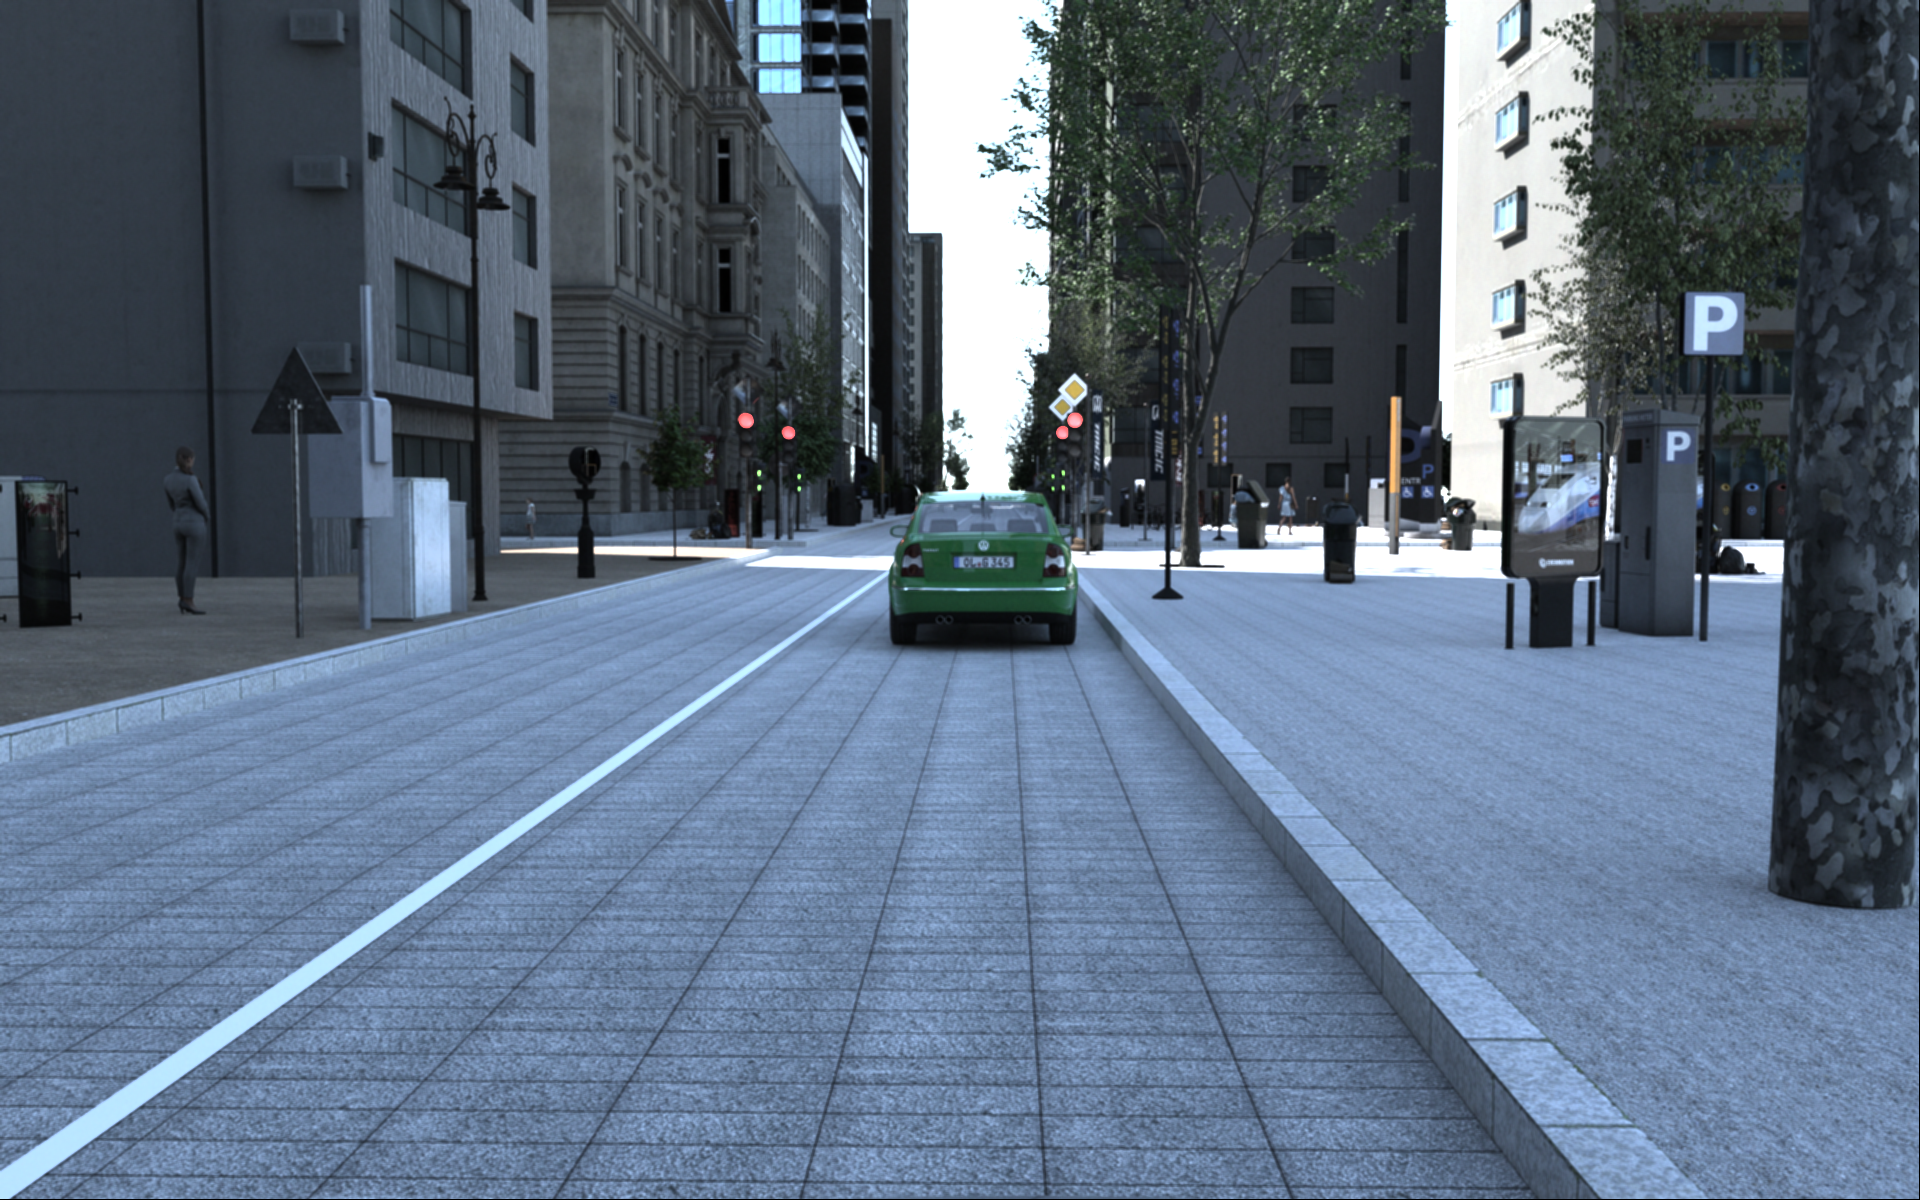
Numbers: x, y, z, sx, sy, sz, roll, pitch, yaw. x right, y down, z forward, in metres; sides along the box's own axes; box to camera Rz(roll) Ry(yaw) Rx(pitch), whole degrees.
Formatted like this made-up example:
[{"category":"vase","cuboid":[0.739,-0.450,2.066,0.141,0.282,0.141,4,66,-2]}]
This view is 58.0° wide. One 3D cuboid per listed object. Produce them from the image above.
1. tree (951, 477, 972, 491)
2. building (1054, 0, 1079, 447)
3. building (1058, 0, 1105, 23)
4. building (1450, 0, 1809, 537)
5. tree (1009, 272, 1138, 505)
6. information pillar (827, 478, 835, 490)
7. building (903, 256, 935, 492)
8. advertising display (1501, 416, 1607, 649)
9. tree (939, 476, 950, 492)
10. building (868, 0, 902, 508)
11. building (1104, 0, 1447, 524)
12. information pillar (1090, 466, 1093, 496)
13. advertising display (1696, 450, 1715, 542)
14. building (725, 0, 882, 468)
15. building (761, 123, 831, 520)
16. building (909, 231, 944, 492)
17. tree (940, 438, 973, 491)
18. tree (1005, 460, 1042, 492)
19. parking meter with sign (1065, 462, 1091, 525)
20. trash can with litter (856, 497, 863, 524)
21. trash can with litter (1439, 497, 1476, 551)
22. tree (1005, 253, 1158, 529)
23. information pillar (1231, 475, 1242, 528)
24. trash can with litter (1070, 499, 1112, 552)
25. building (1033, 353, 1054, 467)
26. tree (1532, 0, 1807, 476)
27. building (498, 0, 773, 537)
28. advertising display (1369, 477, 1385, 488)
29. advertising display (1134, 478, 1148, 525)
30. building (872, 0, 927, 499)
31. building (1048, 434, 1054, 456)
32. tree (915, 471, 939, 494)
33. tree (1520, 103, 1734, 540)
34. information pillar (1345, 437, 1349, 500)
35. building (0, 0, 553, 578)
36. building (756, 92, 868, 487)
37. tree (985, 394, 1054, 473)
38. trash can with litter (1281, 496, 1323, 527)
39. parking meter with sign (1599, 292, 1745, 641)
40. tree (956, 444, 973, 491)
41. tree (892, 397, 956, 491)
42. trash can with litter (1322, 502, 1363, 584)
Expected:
[{"category":"tree","cuboid":[0.228,-17.920,276.705,4.285,4.588,4.351,0,3,0]},{"category":"building","cuboid":[19.407,-32.422,153.805,21.300,48.544,21.600,0,4,1]},{"category":"building","cuboid":[22.027,-49.652,250.065,20.563,71.187,20.611,0,4,1]},{"category":"building","cuboid":[28.866,-26.639,59.249,21.600,48.544,21.300,0,4,1]},{"category":"tree","cuboid":[4.058,-6.570,57.787,4.737,8.622,4.395,0,3,0]},{"category":"information pillar","cuboid":[-6.051,-4.701,81.349,0.304,2.012,0.304,2,4,28]},{"category":"building","cuboid":[-19.808,-33.788,244.318,32.217,40.220,23.993,0,4,1]},{"category":"advertising display","cuboid":[4.955,-0.566,14.465,0.974,1.923,0.123,-1,4,-21]},{"category":"tree","cuboid":[-1.724,-11.920,189.492,1.663,3.219,1.824,0,3,0]},{"category":"building","cuboid":[-12.788,-31.295,161.788,14.600,45.320,14.200,0,4,1]},{"category":"building","cuboid":[13.588,-18.821,79.417,14.160,30.474,14.107,0,4,1]},{"category":"information pillar","cuboid":[6.579,-5.935,88.399,0.504,3.616,0.183,1,4,19]},{"category":"advertising display","cuboid":[10.527,-1.231,25.338,0.974,1.923,0.123,0,4,-3]},{"category":"building","cuboid":[-17.160,-50.483,138.070,22.319,86.520,31.000,0,4,1]},{"category":"building","cuboid":[-13.062,-14.641,94.132,10.420,20.320,16.860,0,4,1]},{"category":"building","cuboid":[-9.731,-35.441,263.056,14.154,41.232,14.086,0,4,1]},{"category":"tree","cuboid":[-0.836,-16.595,221.683,4.737,8.622,4.395,0,3,0]},{"category":"tree","cuboid":[6.096,-10.309,152.265,4.285,4.588,4.351,0,3,0]},{"category":"parking meter with sign","cuboid":[4.994,-4.685,72.861,0.543,3.016,1.738,3,4,36]},{"category":"trash can with litter","cuboid":[-4.676,-3.881,74.841,0.624,1.170,1.055,-3,4,-39]},{"category":"trash can with litter","cuboid":[11.227,-1.706,39.277,0.624,1.170,1.055,-1,4,-16]},{"category":"tree","cuboid":[3.632,-6.225,52.133,4.360,8.622,3.978,0,3,0]},{"category":"information pillar","cuboid":[10.539,-3.762,65.999,0.304,2.012,0.304,2,4,35]},{"category":"trash can with litter","cuboid":[2.912,-1.671,38.711,0.624,1.170,1.055,2,4,31]},{"category":"building","cuboid":[23.611,-23.351,226.828,27.650,21.520,28.899,0,4,1]},{"category":"tree","cuboid":[9.261,-4.371,21.832,4.737,8.622,4.395,0,3,0]},{"category":"building","cuboid":[-15.183,-15.234,68.154,14.460,24.649,34.723,0,4,1]},{"category":"advertising display","cuboid":[16.317,-3.780,67.016,0.974,1.923,0.123,1,4,18]},{"category":"advertising display","cuboid":[7.462,-4.051,71.446,0.123,1.923,0.974,-2,4,-23]},{"category":"building","cuboid":[-14.679,-47.811,219.959,20.563,71.187,20.611,0,4,1]},{"category":"building","cuboid":[20.757,-52.979,178.872,22.319,86.520,31.000,0,4,1]},{"category":"tree","cuboid":[-2.974,-9.371,147.812,1.663,3.219,1.824,0,3,0]},{"category":"tree","cuboid":[12.821,-5.095,33.671,4.360,8.622,3.978,0,3,0]},{"category":"information pillar","cuboid":[15.928,-4.894,71.377,0.183,3.616,0.504,0,4,6]},{"category":"building","cuboid":[-15.763,-15.963,32.693,14.107,30.474,14.160,0,4,1]},{"category":"building","cuboid":[-12.740,-18.002,112.355,12.078,24.808,19.932,0,4,1]},{"category":"tree","cuboid":[8.008,-18.143,206.999,12.009,13.543,11.850,0,3,0]},{"category":"trash can with litter","cuboid":[13.294,-3.436,67.242,2.233,1.210,1.678,-1,4,-17]},{"category":"parking meter with sign","cuboid":[6.416,-1.198,15.852,0.543,3.016,1.738,0,4,-5]},{"category":"tree","cuboid":[-0.230,-18.403,251.245,4.360,8.622,3.978,0,3,0]},{"category":"tree","cuboid":[-3.120,-11.137,132.454,4.360,8.622,3.978,0,3,0]},{"category":"trash can with litter","cuboid":[5.599,-0.846,25.212,0.624,1.170,1.055,0,4,7]}]
